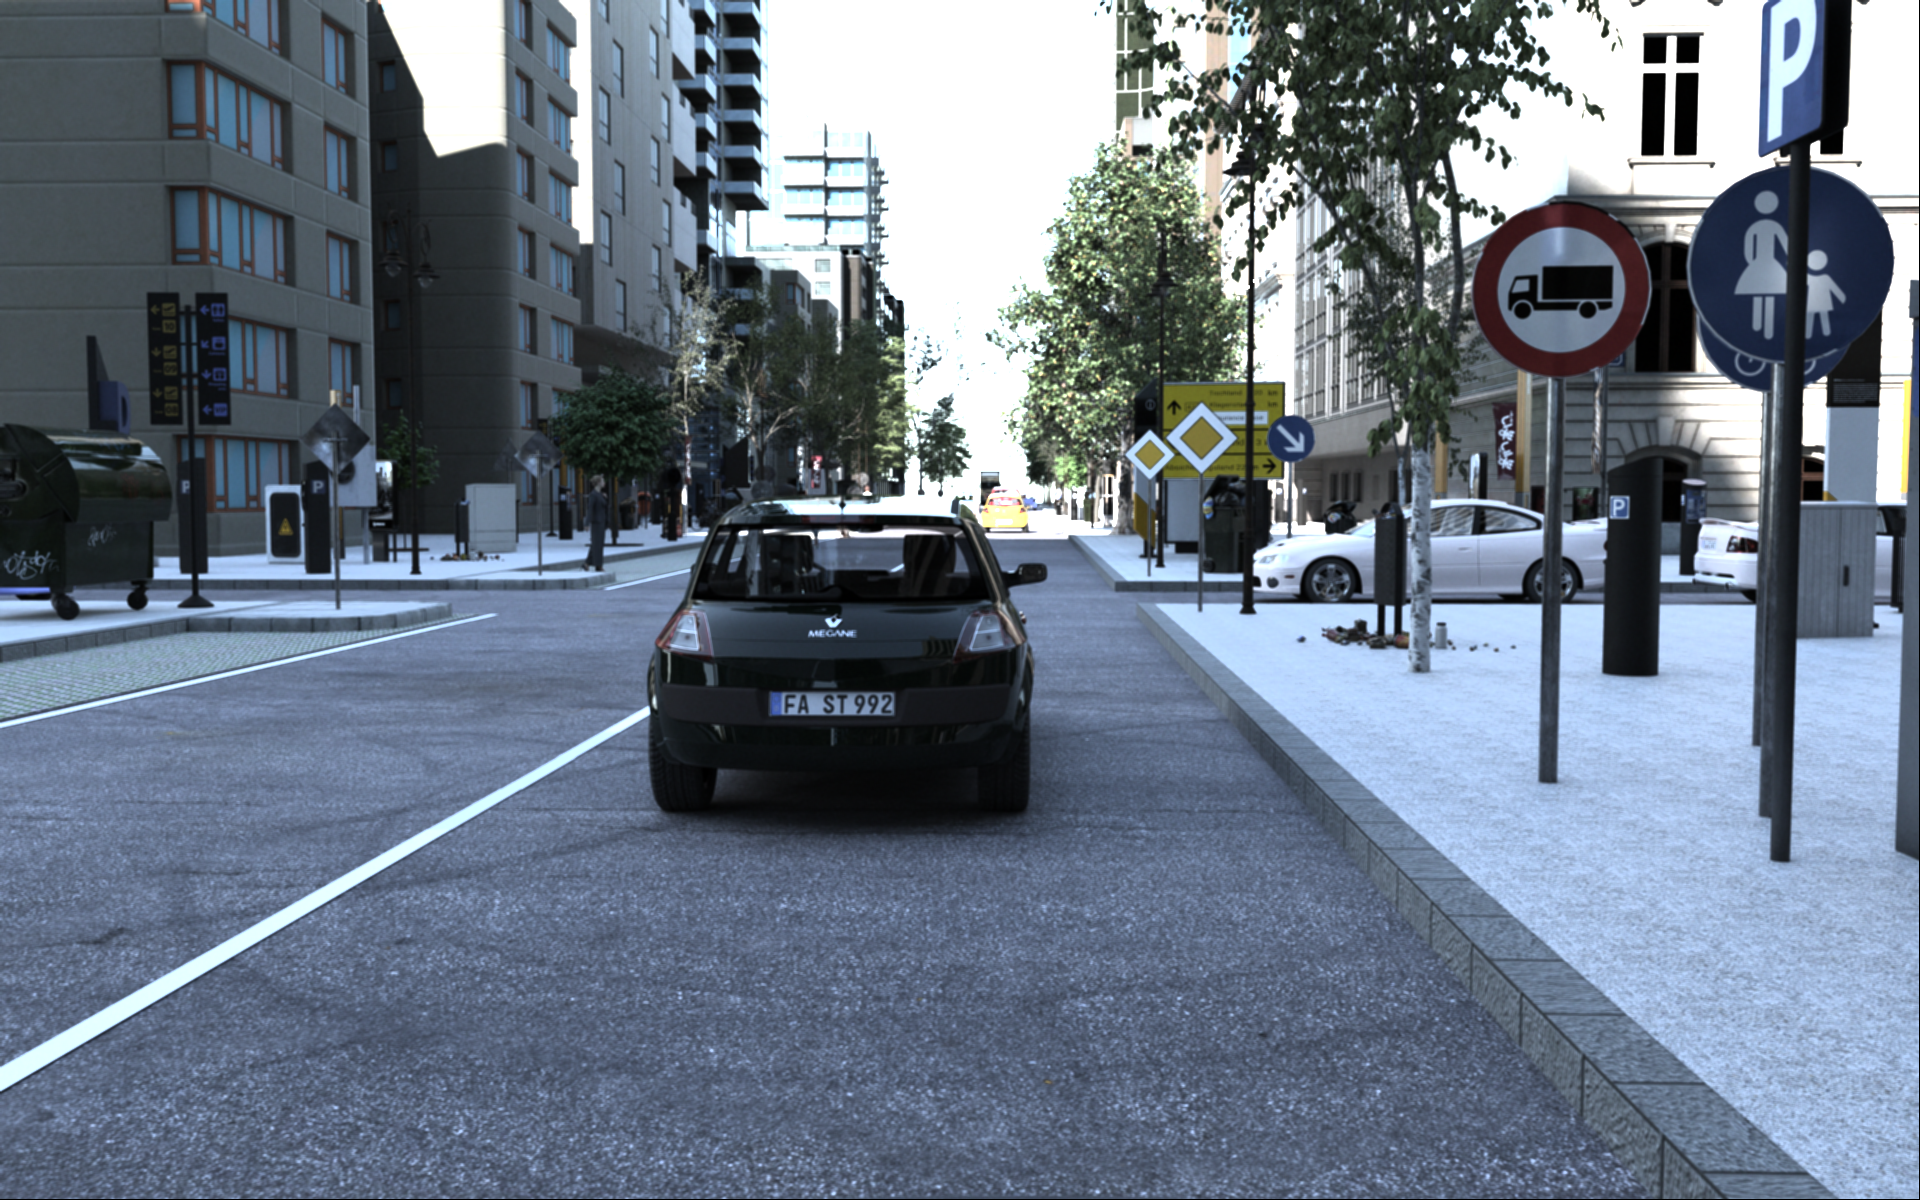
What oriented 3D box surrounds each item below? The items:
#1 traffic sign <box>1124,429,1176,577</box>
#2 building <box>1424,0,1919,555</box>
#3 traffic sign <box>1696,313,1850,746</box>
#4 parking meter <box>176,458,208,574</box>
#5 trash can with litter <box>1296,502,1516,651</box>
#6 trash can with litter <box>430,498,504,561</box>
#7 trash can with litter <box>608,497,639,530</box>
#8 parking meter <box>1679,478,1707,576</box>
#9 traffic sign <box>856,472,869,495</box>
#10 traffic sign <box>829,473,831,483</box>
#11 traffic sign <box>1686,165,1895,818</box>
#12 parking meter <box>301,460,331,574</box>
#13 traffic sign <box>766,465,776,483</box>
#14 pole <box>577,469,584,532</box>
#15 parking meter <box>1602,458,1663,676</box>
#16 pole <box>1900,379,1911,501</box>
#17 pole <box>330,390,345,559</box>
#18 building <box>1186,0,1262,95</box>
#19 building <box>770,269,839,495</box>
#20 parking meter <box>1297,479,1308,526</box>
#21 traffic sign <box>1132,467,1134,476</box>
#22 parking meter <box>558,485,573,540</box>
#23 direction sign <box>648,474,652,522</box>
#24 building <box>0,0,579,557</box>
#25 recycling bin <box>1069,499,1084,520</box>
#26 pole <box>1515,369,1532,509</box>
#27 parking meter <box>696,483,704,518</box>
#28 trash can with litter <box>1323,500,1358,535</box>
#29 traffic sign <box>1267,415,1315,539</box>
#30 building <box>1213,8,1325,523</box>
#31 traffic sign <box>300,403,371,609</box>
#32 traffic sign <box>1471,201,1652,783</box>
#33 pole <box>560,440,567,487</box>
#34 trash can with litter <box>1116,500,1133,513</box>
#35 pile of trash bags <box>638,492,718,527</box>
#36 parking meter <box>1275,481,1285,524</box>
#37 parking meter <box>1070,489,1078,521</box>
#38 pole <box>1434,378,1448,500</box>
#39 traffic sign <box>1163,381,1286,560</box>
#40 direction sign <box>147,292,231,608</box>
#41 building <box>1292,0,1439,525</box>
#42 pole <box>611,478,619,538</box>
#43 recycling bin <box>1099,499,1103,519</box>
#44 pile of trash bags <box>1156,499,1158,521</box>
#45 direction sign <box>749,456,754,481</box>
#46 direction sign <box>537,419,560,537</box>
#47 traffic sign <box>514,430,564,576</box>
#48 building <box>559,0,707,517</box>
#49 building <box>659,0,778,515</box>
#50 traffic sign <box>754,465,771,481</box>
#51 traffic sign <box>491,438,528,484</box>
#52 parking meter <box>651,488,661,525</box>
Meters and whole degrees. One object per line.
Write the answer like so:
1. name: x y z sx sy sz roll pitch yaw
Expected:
1. traffic sign: 2.931 -1.417 26.805 0.795 2.450 0.064 0 4 2
2. building: 29.628 -13.515 40.060 34.723 24.649 14.460 0 4 2
3. traffic sign: 4.089 -0.530 8.766 0.768 2.556 0.104 0 4 6
4. parking meter: -12.376 -1.357 27.906 0.399 1.863 0.255 1 4 13
5. trash can with litter: 3.753 -0.249 15.134 1.678 1.210 2.233 0 4 -2
6. trash can with litter: -9.557 -1.405 34.033 1.678 1.210 2.233 0 4 2
7. trash can with litter: -11.945 -3.063 61.463 0.624 1.170 1.055 2 4 34
8. parking meter: 11.605 -1.162 27.408 0.372 1.533 0.369 0 3 0
9. traffic sign: -5.755 -6.239 102.118 0.768 2.556 0.104 0 4 7
10. traffic sign: -7.631 -5.967 97.671 0.768 2.556 0.104 0 4 3
11. traffic sign: 3.224 -0.410 6.815 0.768 2.556 0.104 0 4 7
12. parking meter: -10.385 -1.359 27.925 0.399 1.863 0.255 -2 4 -34
13. traffic sign: -8.541 -4.698 76.916 0.768 2.556 0.104 0 4 6
14. pole: -12.954 -3.986 59.018 0.158 3.312 0.155 0 3 0
15. parking meter: 4.785 -0.239 12.321 0.372 1.533 0.369 0 3 0
16. pole: 16.898 -2.265 30.877 0.158 3.312 0.155 0 3 0
17. pole: -12.233 -2.459 34.042 0.158 3.312 0.155 0 3 0
18. building: 23.066 -28.693 119.248 14.600 45.320 14.200 0 4 2
19. building: -25.736 -18.570 148.666 27.650 21.520 28.899 0 4 2
20. parking meter: 13.633 -3.872 69.010 0.399 1.863 0.255 -3 5 -39
21. traffic sign: 7.108 -4.131 67.654 0.768 2.556 0.104 1 4 9
22. parking meter: -11.116 -2.471 48.813 0.372 1.533 0.369 0 3 0
23. direction sign: -13.995 -5.288 78.449 0.379 3.537 0.876 -1 4 -15
24. building: -28.318 -12.510 49.576 27.650 21.520 28.899 0 4 2
25. recycling bin: 5.743 -4.413 84.699 0.722 1.027 0.722 -1 4 -9
26. pole: 8.612 -1.997 26.493 0.158 3.312 0.155 0 3 0
27. parking meter: -13.854 -5.296 92.293 0.399 1.863 0.255 -3 5 -45
28. trash can with litter: 6.552 -1.173 30.564 0.624 1.170 1.055 -1 4 -17
29. traffic sign: 5.330 -1.704 27.969 0.768 2.556 0.104 0 4 5
30. building: 20.435 -17.827 88.738 12.463 27.353 25.104 0 4 2
31. traffic sign: -6.920 -0.953 19.221 0.795 2.450 0.064 0 4 2
32. traffic sign: 2.622 -0.461 7.644 0.768 2.556 0.104 0 4 5
33. pole: -11.688 -3.501 51.087 0.158 3.312 0.155 0 3 0
34. trash can with litter: 6.583 -3.489 68.425 0.624 1.170 1.055 1 4 19
35. pile of trash bags: -10.928 -3.520 67.312 3.447 1.369 1.912 0 4 7
36. parking meter: 13.876 -4.247 75.155 0.399 1.863 0.255 1 4 17
37. parking meter: 5.463 -4.545 82.728 0.372 1.533 0.369 0 3 0
38. pole: 8.495 -2.247 30.580 0.158 3.312 0.155 0 3 0
39. traffic sign: 4.746 -2.297 31.433 2.265 3.308 0.079 1 4 12
40. direction sign: -8.679 -1.686 19.564 0.876 3.537 0.379 0 4 -4
41. building: 21.059 -16.541 63.949 14.314 27.812 24.014 0 4 2
42. pole: -10.165 -3.491 50.923 0.158 3.312 0.155 0 3 0
43. recycling bin: 7.105 -4.629 88.244 0.722 1.027 0.722 -3 5 -41
44. pile of trash bags: 9.210 -4.560 84.302 3.447 1.369 1.912 0 4 7
45. direction sign: -12.534 -6.769 102.671 0.876 3.537 0.379 3 4 37
46. direction sign: -12.354 -3.689 52.320 0.379 3.537 0.876 3 5 43
47. traffic sign: -6.605 -1.441 27.200 0.795 2.450 0.064 0 4 2
48. building: -28.768 -30.481 87.597 28.713 52.752 27.495 0 4 2
49. building: -23.910 -49.176 116.694 22.319 86.520 31.000 0 4 2
50. traffic sign: -8.728 -4.675 76.548 0.768 2.556 0.104 1 4 9
51. traffic sign: -10.352 -2.433 39.791 0.884 2.594 0.081 1 4 8
52. parking meter: -12.801 -3.948 72.953 0.372 1.533 0.369 0 3 0
